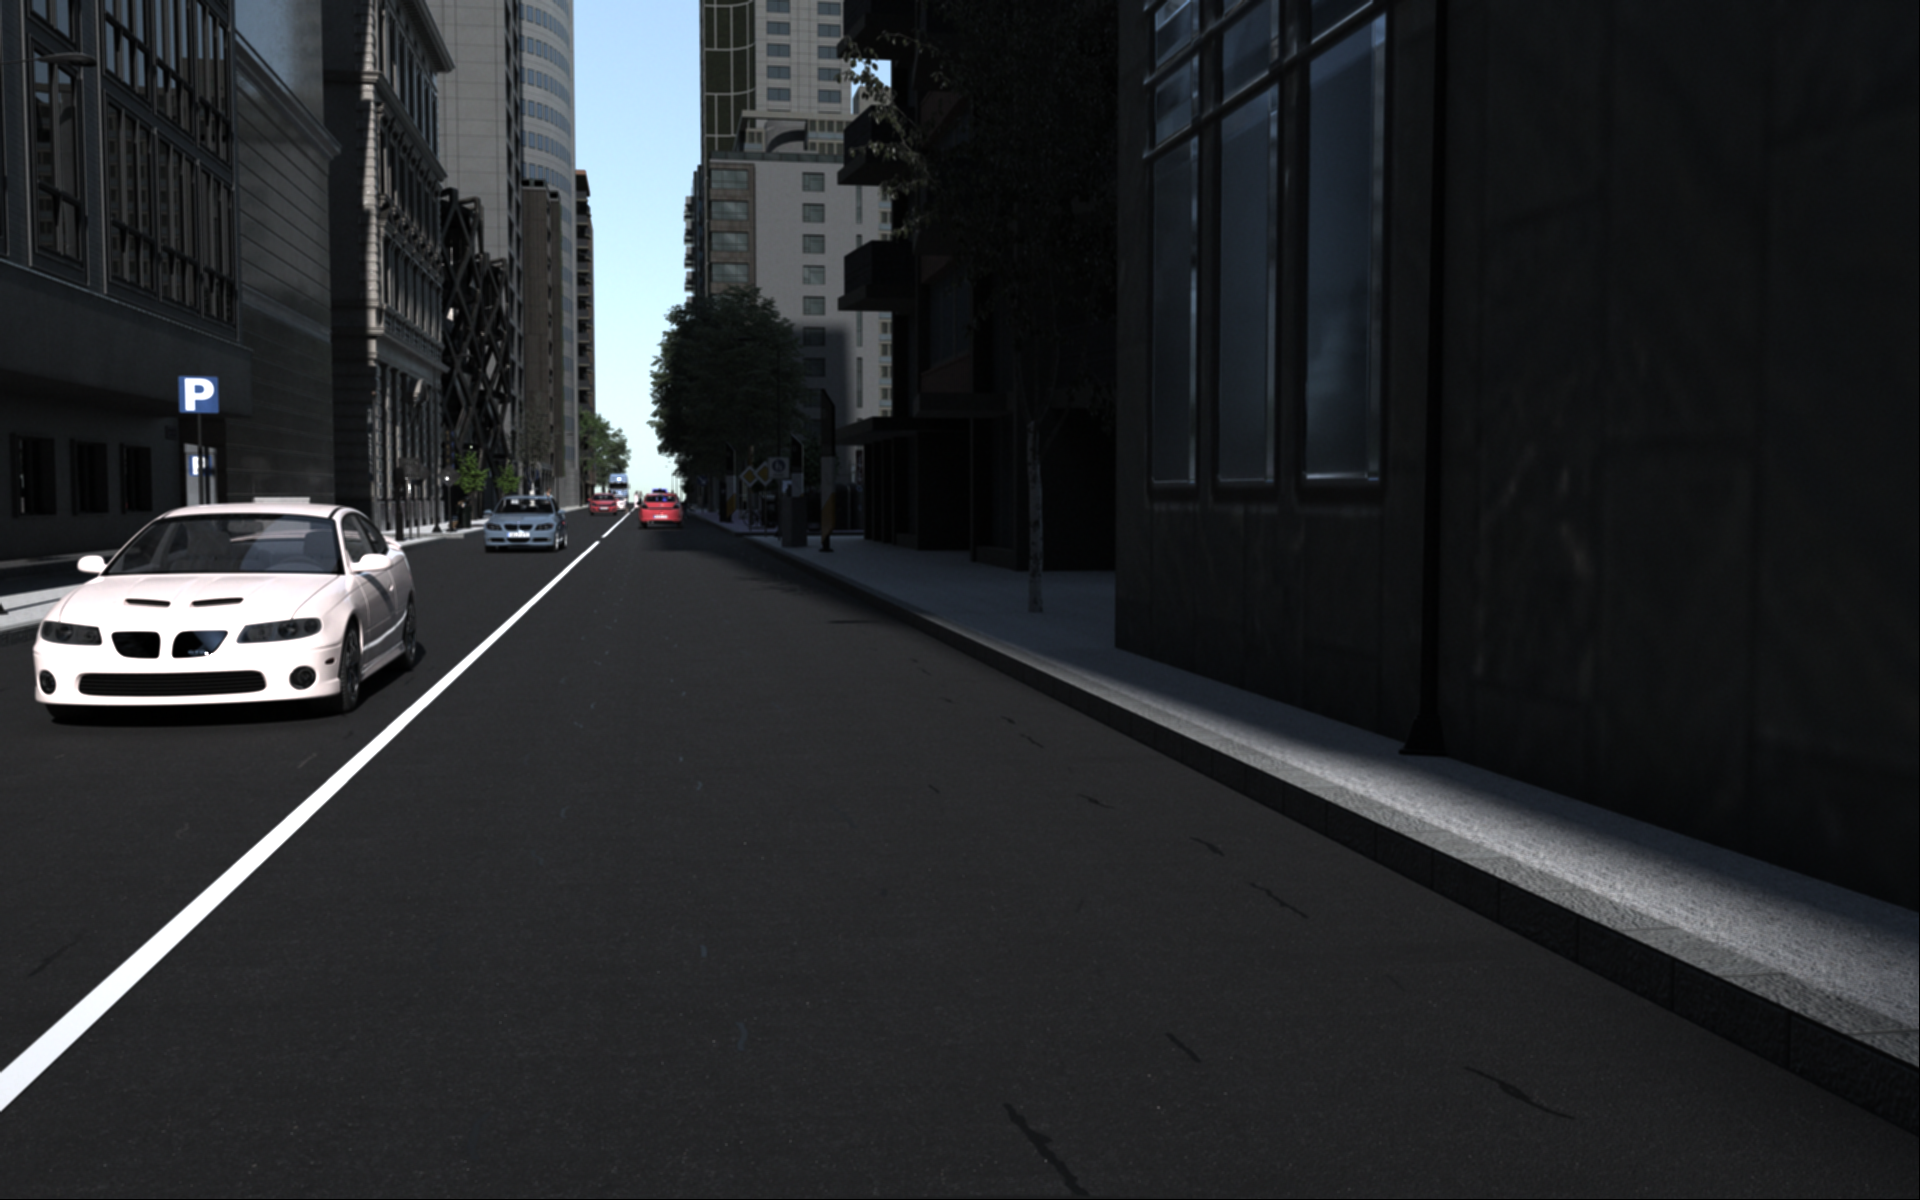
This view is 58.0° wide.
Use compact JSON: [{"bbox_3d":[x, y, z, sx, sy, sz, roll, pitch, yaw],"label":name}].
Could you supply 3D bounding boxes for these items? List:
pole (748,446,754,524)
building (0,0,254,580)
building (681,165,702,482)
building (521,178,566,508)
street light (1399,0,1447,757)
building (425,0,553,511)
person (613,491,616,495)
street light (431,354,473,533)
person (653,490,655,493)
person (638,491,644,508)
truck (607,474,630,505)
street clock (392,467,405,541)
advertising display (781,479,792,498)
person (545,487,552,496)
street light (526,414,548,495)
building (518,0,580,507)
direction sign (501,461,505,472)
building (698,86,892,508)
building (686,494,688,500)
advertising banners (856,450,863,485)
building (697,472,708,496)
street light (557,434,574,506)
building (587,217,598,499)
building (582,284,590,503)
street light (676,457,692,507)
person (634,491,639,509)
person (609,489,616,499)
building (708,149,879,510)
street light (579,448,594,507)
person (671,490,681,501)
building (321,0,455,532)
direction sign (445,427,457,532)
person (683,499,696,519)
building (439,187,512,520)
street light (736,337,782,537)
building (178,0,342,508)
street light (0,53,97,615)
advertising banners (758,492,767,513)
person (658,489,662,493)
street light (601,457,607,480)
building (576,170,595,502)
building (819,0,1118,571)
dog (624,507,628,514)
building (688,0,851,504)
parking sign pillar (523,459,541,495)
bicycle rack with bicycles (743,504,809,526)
[{"bbox_3d":[-8.856,-4.869,73.453,0.158,3.312,0.155,0,3,0],"label":"pole"},{"bbox_3d":[-19.070,-13.952,21.622,14.314,27.812,24.014,-1,4,-10],"label":"building"},{"bbox_3d":[-28.915,-38.767,253.453,23.786,49.044,30.456,-1,4,-10],"label":"building"},{"bbox_3d":[-43.499,-23.574,157.136,14.160,30.474,14.107,-1,4,-10],"label":"building"},{"bbox_3d":[1.803,-2.190,8.340,1.470,5.913,1.316,-1,4,-10],"label":"street light"},{"bbox_3d":[-43.740,-42.813,138.249,20.563,71.187,20.611,-1,4,-10],"label":"building"},{"bbox_3d":[-31.689,-9.152,158.953,1.217,1.723,0.721,1,4,14],"label":"person"},{"bbox_3d":[-16.850,-5.195,57.471,1.470,5.913,1.316,-1,4,-10],"label":"street light"},{"bbox_3d":[-25.084,-8.147,142.227,1.217,1.766,0.721,-2,4,-26],"label":"person"},{"bbox_3d":[-34.089,-10.715,184.482,1.217,1.735,0.721,2,4,26],"label":"person"},{"bbox_3d":[-46.246,-14.970,234.524,2.967,4.110,18.799,-1,4,-11],"label":"truck"},{"bbox_3d":[-15.264,-2.603,47.122,0.358,2.002,0.471,-2,4,-29],"label":"street clock"},{"bbox_3d":[-7.282,-4.226,74.314,0.974,1.923,0.123,-3,4,-37],"label":"advertising display"},{"bbox_3d":[-21.691,-5.054,91.234,0.778,1.811,0.616,-1,4,-19],"label":"person"},{"bbox_3d":[-24.616,-7.835,100.645,1.470,5.913,1.316,-1,4,-10],"label":"street light"},{"bbox_3d":[-50.392,-38.808,176.505,21.231,58.520,28.212,-1,4,-10],"label":"building"},{"bbox_3d":[-30.876,-7.659,117.225,0.379,3.537,0.876,-2,4,-34],"label":"direction sign"},{"bbox_3d":[-9.391,-29.213,169.508,32.217,40.220,23.993,-1,4,-10],"label":"building"},{"bbox_3d":[-28.372,-36.066,281.556,32.217,40.220,23.993,-1,4,-10],"label":"building"},{"bbox_3d":[-3.549,-4.401,68.141,0.090,3.025,2.074,-2,4,-35],"label":"advertising banners"},{"bbox_3d":[-15.412,-21.462,195.946,27.650,21.520,28.899,-1,4,-10],"label":"building"},{"bbox_3d":[-30.323,-9.804,132.838,1.470,5.913,1.316,-1,4,-10],"label":"street light"},{"bbox_3d":[-64.025,-37.866,269.223,14.600,45.320,14.200,-1,4,-10],"label":"building"},{"bbox_3d":[-65.190,-38.353,250.767,21.300,48.544,21.600,-1,4,-10],"label":"building"},{"bbox_3d":[-26.381,-11.810,165.630,1.470,5.913,1.316,-1,4,-10],"label":"street light"},{"bbox_3d":[-31.483,-9.755,168.660,0.551,1.740,0.621,3,5,39],"label":"person"},{"bbox_3d":[-29.323,-8.348,145.005,1.348,1.822,0.705,-3,5,-44],"label":"person"},{"bbox_3d":[-14.653,-23.107,149.495,14.160,30.474,14.107,-1,4,-10],"label":"building"},{"bbox_3d":[-37.971,-12.435,175.859,1.470,5.913,1.316,-1,4,-10],"label":"street light"},{"bbox_3d":[-22.420,-7.707,135.226,1.217,1.735,0.721,-1,4,-18],"label":"person"},{"bbox_3d":[-25.954,-14.514,66.188,11.050,23.489,19.941,-1,4,-10],"label":"building"},{"bbox_3d":[-17.302,-4.085,58.792,0.379,3.537,0.876,0,4,2],"label":"direction sign"},{"bbox_3d":[-15.633,-5.161,98.383,1.012,1.151,0.738,2,4,25],"label":"person"},{"bbox_3d":[-36.268,-14.580,105.843,16.820,18.784,16.811,-1,4,-10],"label":"building"},{"bbox_3d":[-5.917,-4.825,51.424,1.470,5.913,1.316,-1,4,-10],"label":"street light"},{"bbox_3d":[-25.910,-15.538,39.954,20.117,28.700,13.634,-1,4,-10],"label":"building"},{"bbox_3d":[-9.798,-2.800,18.322,1.470,5.913,1.316,-1,4,-10],"label":"street light"},{"bbox_3d":[-13.333,-7.299,115.527,0.090,3.025,2.074,1,4,19],"label":"advertising banners"},{"bbox_3d":[-24.259,-8.072,140.114,1.348,1.869,0.705,0,4,2],"label":"person"},{"bbox_3d":[-45.165,-14.897,216.106,1.470,5.913,1.316,-1,4,-10],"label":"street light"},{"bbox_3d":[-59.503,-34.966,226.311,22.147,44.769,28.867,-1,4,-10],"label":"building"},{"bbox_3d":[8.941,-23.401,37.223,22.147,44.769,28.867,-1,4,-10],"label":"building"},{"bbox_3d":[-23.739,-6.362,123.309,0.540,0.507,0.406,1,4,22],"label":"dog"},{"bbox_3d":[-25.550,-48.271,227.488,20.563,71.187,20.611,-1,4,-10],"label":"building"},{"bbox_3d":[-31.644,-8.533,127.988,1.447,3.967,1.447,3,4,38],"label":"parking sign pillar"},{"bbox_3d":[-7.284,-3.441,69.640,2.925,0.926,2.852,-1,4,-20],"label":"bicycle rack with bicycles"}]
